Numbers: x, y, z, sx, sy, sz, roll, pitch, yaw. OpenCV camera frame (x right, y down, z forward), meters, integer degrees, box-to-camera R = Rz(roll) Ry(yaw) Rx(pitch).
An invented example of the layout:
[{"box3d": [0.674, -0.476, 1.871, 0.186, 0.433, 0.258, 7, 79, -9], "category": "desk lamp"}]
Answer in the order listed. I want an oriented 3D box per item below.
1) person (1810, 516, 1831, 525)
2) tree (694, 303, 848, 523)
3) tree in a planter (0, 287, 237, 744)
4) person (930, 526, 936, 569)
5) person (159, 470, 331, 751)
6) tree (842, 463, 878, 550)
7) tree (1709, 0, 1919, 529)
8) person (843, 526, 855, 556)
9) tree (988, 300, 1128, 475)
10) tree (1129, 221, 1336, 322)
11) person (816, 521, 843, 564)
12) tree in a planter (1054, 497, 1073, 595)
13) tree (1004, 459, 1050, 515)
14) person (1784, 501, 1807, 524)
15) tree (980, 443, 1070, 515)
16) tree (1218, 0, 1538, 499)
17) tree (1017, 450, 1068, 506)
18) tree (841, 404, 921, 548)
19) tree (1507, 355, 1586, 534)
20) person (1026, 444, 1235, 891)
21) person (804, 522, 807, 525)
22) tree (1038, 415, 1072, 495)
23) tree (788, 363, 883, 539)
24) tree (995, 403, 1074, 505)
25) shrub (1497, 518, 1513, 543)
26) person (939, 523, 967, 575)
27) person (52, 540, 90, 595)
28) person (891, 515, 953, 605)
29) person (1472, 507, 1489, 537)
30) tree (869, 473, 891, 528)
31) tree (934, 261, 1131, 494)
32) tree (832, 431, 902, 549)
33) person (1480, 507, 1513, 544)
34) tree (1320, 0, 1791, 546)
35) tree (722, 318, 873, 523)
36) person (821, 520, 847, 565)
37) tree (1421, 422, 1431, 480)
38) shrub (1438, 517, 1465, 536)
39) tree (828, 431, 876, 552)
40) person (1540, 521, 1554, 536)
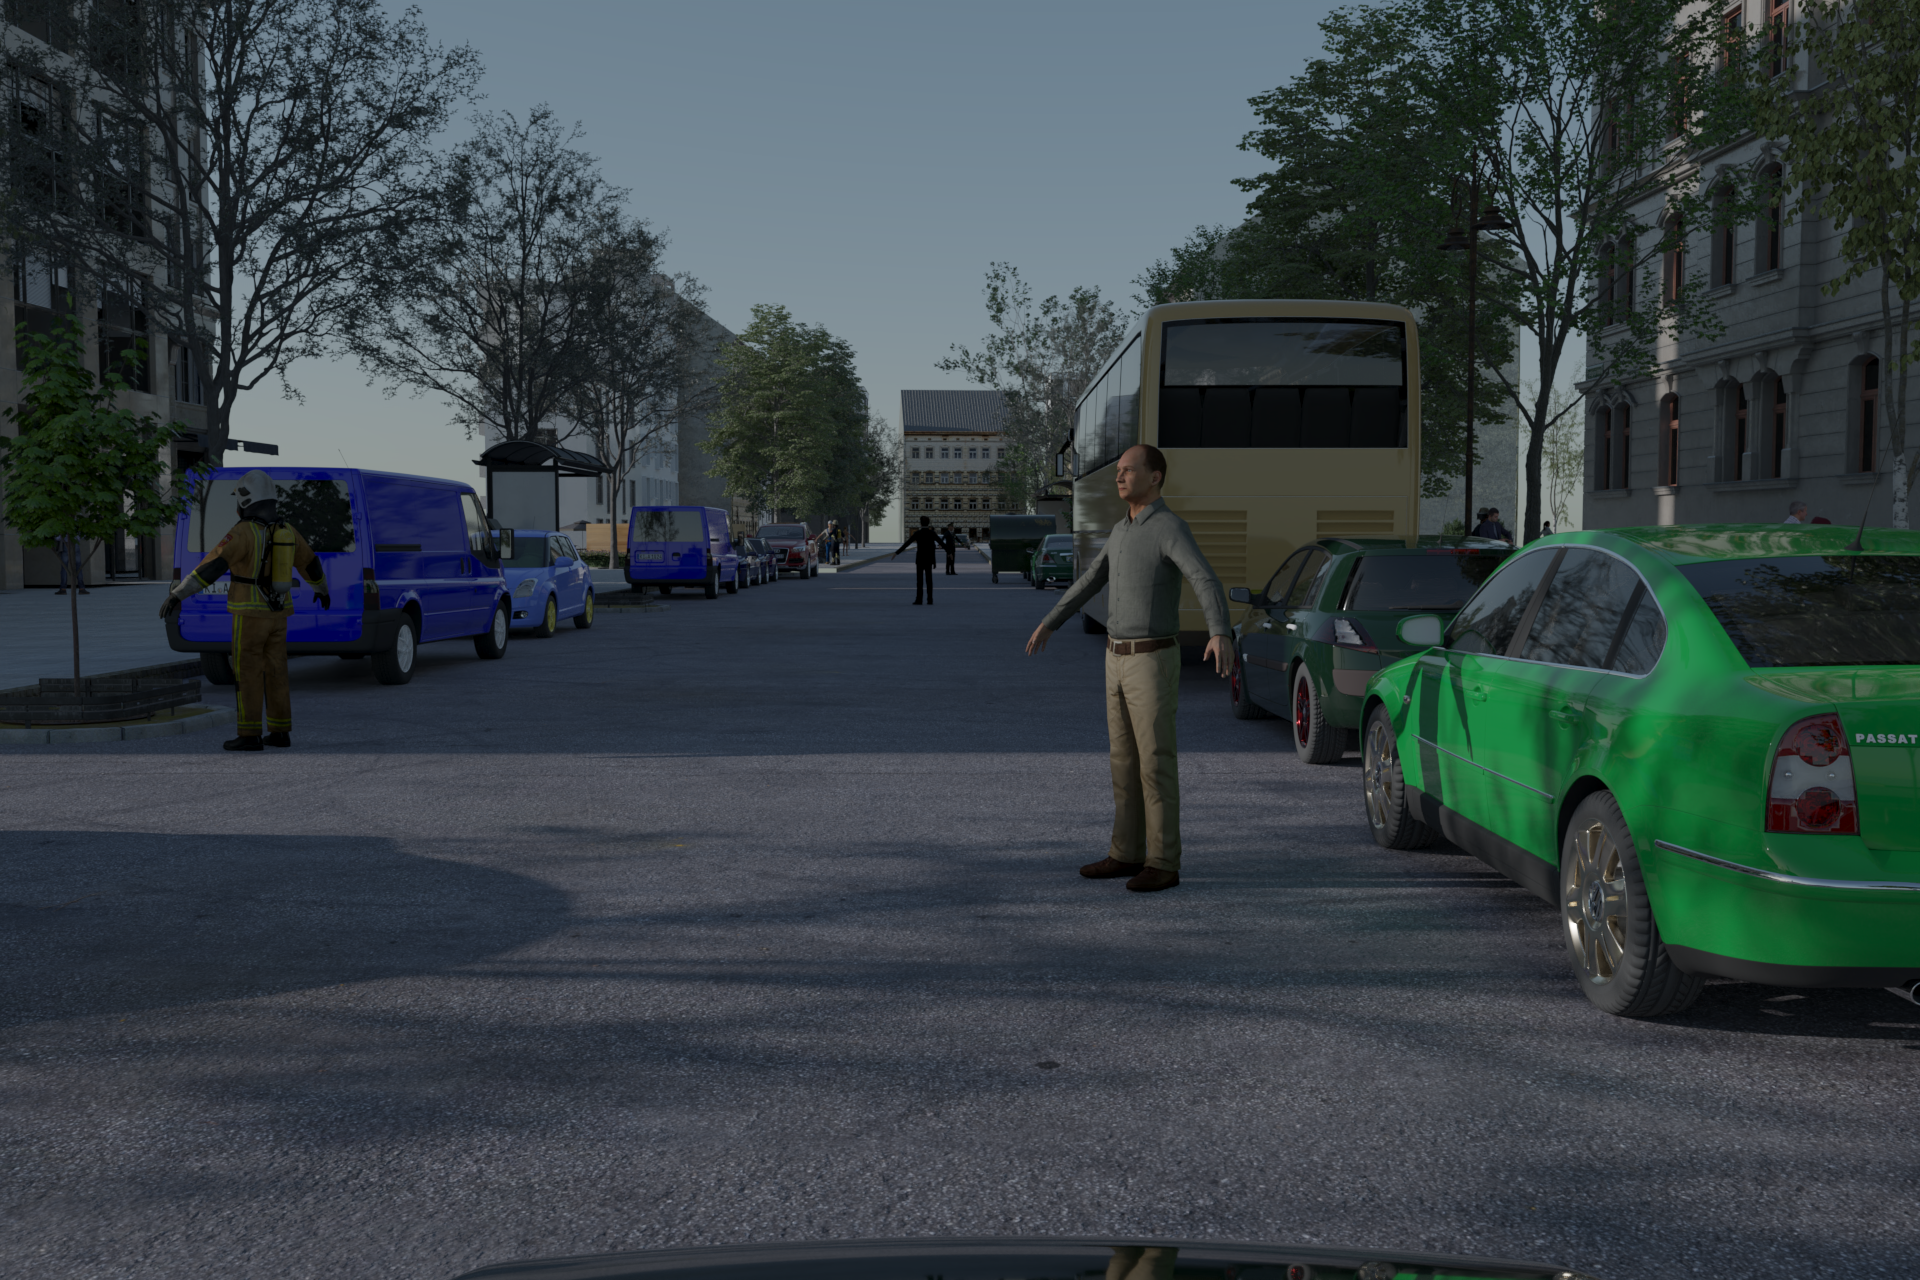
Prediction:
[{"box3d": [7.588, -0.378, 15.397, 0.989, 1.438, 0.599, -1, 4, -13], "category": "person"}, {"box3d": [-9.265, -10.262, 85.914, 7.486, 12.596, 7.792, 0, 3, 0], "category": "tree"}, {"box3d": [-6.539, -0.949, 12.734, 1.991, 3.239, 1.994, 0, 4, 1], "category": "tree in a planter"}, {"box3d": [-1.194, -3.770, 70.823, 1.216, 1.740, 0.721, -2, 4, -32], "category": "person"}, {"box3d": [-4.691, -0.204, 11.555, 0.705, 1.858, 1.354, 2, 4, 27], "category": "person"}, {"box3d": [-9.400, -11.776, 142.902, 4.360, 8.622, 3.978, 0, 3, 0], "category": "tree"}, {"box3d": [9.194, -4.035, 16.327, 4.737, 8.622, 4.395, 0, 3, 0], "category": "tree"}, {"box3d": [-6.691, -5.812, 101.825, 1.217, 1.733, 0.721, 2, 4, 29], "category": "person"}, {"box3d": [6.264, -11.022, 90.578, 12.009, 13.543, 11.850, 0, 3, 0], "category": "tree"}, {"box3d": [8.865, -8.070, 57.697, 9.928, 11.665, 9.643, 0, 3, 0], "category": "tree"}, {"box3d": [-5.501, -4.141, 73.565, 1.347, 1.847, 0.705, 0, 4, -2], "category": "person"}, {"box3d": [3.259, -2.703, 41.409, 1.991, 3.239, 1.994, 0, 4, 1], "category": "tree in a planter"}, {"box3d": [6.450, -12.111, 148.372, 4.360, 8.622, 3.978, 0, 3, 0], "category": "tree"}, {"box3d": [10.839, -0.946, 22.443, 0.436, 1.711, 0.756, 1, 4, 20], "category": "person"}, {"box3d": [6.403, -13.980, 162.978, 8.767, 10.594, 7.601, -2, 4, -24], "category": "tree"}, {"box3d": [8.863, -7.339, 38.121, 7.486, 12.596, 7.792, 0, 3, 0], "category": "tree"}, {"box3d": [6.135, -11.707, 141.764, 4.360, 8.622, 3.978, 0, 3, 0], "category": "tree"}, {"box3d": [-9.162, -15.486, 163.560, 12.009, 13.543, 11.850, 0, 3, 0], "category": "tree"}, {"box3d": [23.980, -7.341, 70.393, 4.360, 8.622, 3.978, 0, 3, 0], "category": "tree"}, {"box3d": [0.723, 0.100, 7.090, 0.705, 1.796, 1.348, -2, 4, -30], "category": "person"}, {"box3d": [-7.300, -4.611, 81.366, 0.705, 1.833, 1.349, 1, 4, 22], "category": "person"}, {"box3d": [6.110, -9.615, 107.566, 4.360, 8.622, 3.978, 0, 3, 0], "category": "tree"}, {"box3d": [-8.951, -12.011, 114.501, 7.486, 12.596, 7.792, 0, 3, 0], "category": "tree"}, {"box3d": [6.563, -12.789, 134.857, 9.928, 11.665, 9.643, 0, 3, 0], "category": "tree"}, {"box3d": [20.042, -3.752, 65.382, 1.661, 2.075, 1.752, 0, 3, 0], "category": "shrub"}, {"box3d": [-0.305, -3.185, 60.472, 0.705, 1.837, 1.347, 3, 5, 44], "category": "person"}, {"box3d": [-18.844, -1.880, 36.650, 0.709, 1.838, 0.599, -3, 4, -37], "category": "person"}, {"box3d": [-0.733, -1.618, 35.094, 1.347, 1.806, 0.705, -2, 4, -24], "category": "person"}, {"box3d": [11.041, -1.881, 36.615, 0.704, 1.845, 1.351, -2, 4, -23], "category": "person"}, {"box3d": [-14.804, -21.664, 260.857, 9.857, 13.997, 8.962, 0, 3, 0], "category": "tree"}, {"box3d": [4.708, -16.260, 121.746, 12.611, 20.169, 13.585, 0, 3, 0], "category": "tree"}, {"box3d": [-8.994, -13.115, 148.845, 8.767, 10.594, 7.601, 0, 4, 5], "category": "tree"}, {"box3d": [9.912, -1.549, 31.825, 0.683, 1.767, 0.568, -2, 4, -33], "category": "person"}, {"box3d": [9.501, -6.262, 28.137, 9.928, 11.665, 9.643, 0, 3, 0], "category": "tree"}, {"box3d": [-9.606, -11.981, 102.549, 9.857, 13.997, 8.962, 0, 3, 0], "category": "tree"}, {"box3d": [-5.124, -3.997, 71.136, 0.705, 1.856, 1.354, 3, 5, 44], "category": "person"}, {"box3d": [17.105, -8.594, 74.924, 7.601, 10.594, 8.767, 1, 4, 13], "category": "tree"}, {"box3d": [22.850, -4.639, 79.885, 1.661, 2.075, 1.752, 0, 3, 0], "category": "shrub"}, {"box3d": [-9.624, -11.644, 124.797, 7.601, 10.594, 8.767, 0, 4, -7], "category": "tree"}, {"box3d": [19.715, -3.128, 57.980, 0.721, 1.735, 1.217, -2, 4, -25], "category": "person"}]
